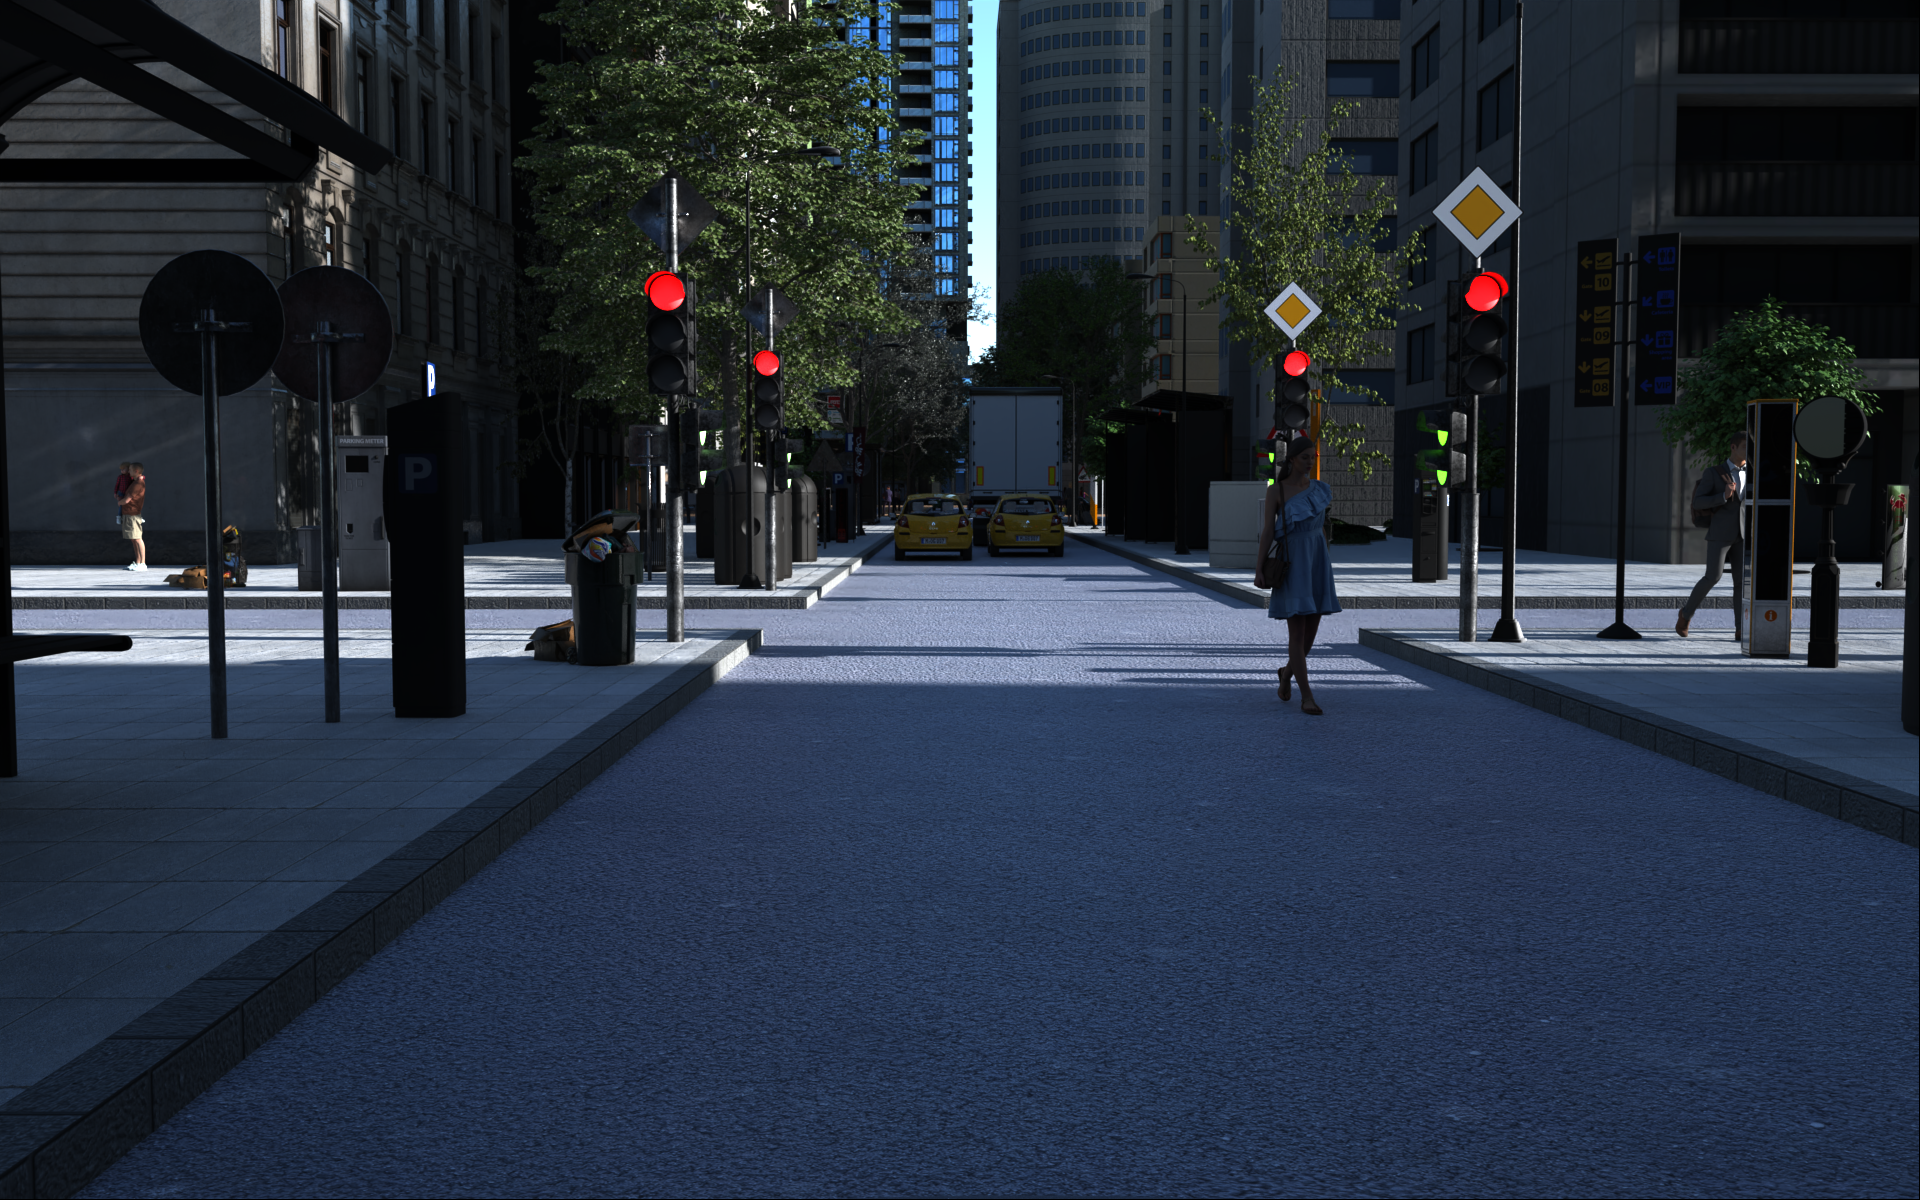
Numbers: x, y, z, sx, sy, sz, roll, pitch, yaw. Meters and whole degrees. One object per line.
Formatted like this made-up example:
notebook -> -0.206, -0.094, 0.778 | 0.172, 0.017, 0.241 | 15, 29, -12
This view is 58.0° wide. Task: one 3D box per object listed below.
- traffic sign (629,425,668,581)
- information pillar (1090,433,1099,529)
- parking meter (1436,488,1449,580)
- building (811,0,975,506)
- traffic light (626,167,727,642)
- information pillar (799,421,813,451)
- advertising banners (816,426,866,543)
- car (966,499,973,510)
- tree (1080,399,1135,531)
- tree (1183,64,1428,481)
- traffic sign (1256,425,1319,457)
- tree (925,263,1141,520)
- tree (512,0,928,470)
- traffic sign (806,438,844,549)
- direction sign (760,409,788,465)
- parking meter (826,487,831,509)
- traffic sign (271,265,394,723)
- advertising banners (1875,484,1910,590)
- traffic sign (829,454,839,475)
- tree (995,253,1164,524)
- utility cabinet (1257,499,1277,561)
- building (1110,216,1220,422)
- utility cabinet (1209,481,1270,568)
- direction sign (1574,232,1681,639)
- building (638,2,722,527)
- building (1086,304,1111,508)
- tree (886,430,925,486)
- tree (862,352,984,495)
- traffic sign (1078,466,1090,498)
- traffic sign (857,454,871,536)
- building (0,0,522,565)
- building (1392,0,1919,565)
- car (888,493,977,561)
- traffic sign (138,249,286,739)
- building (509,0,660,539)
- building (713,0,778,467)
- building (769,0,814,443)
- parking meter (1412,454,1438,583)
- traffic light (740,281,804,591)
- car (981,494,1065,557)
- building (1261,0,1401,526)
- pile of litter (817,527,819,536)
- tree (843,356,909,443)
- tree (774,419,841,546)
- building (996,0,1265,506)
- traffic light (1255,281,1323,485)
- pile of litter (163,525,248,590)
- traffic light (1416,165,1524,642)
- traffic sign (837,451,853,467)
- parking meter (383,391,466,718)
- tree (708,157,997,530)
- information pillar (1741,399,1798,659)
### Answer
traffic sign -> -4.592, -1.434, 25.579 | 0.606, 2.300, 0.079 | 1, 4, 8
information pillar -> 4.899, -4.401, 63.309 | 0.183, 3.616, 0.504 | -1, 4, -18
parking meter -> 7.126, -1.073, 25.949 | 0.372, 1.533, 0.369 | 0, 3, 0
building -> -11.673, -54.174, 198.415 | 31.000, 86.520, 22.319 | 0, 4, 0
traffic light -> -2.453, -1.591, 14.931 | 0.839, 4.253, 0.868 | 0, 4, 0
information pillar -> -4.576, -3.659, 51.186 | 0.504, 3.616, 0.183 | 2, 4, 30
advertising banners -> -3.124, -3.019, 45.546 | 0.090, 3.025, 2.074 | -3, 5, -42
car -> 1.541, -8.604, 153.256 | 1.945, 1.354, 3.894 | 0, 4, -2
tree -> 5.623, -4.664, 59.966 | 4.285, 4.588, 4.351 | 0, 3, 0
tree -> 5.858, -4.871, 29.996 | 4.737, 8.622, 4.395 | 0, 3, 0
traffic sign -> 4.718, -1.530, 25.012 | 0.884, 2.594, 0.081 | 0, 4, 4
tree -> 4.531, -10.344, 86.134 | 9.611, 12.733, 9.660 | 0, 3, 0
tree -> -4.205, -6.879, 30.606 | 7.486, 12.596, 7.792 | 0, 3, 0
traffic sign -> -3.156, -2.473, 40.441 | 0.884, 2.594, 0.081 | 0, 3, 0
direction sign -> -4.942, -3.311, 46.133 | 0.876, 3.537, 0.379 | 2, 4, 27
parking meter -> -5.041, -3.471, 65.162 | 0.372, 1.533, 0.369 | 0, 3, 0
traffic sign -> -3.532, -0.585, 9.675 | 0.768, 2.556, 0.104 | 0, 4, 6
advertising banners -> 13.182, -1.666, 23.422 | 2.074, 3.025, 0.090 | -2, 4, -24
traffic sign -> -3.788, -3.327, 54.501 | 0.768, 2.556, 0.104 | 0, 4, 5
tree -> 5.099, -9.083, 74.265 | 9.928, 11.665, 9.643 | 0, 3, 0
utility cabinet -> 5.085, -1.075, 28.735 | 0.306, 1.237, 1.020 | 0, 4, 8
building -> 26.017, -16.965, 122.419 | 27.650, 21.520, 28.899 | 0, 4, 0
utility cabinet -> 4.882, -1.295, 29.859 | 1.173, 1.500, 0.318 | 3, 5, 43
direction sign -> 5.885, -1.429, 15.358 | 0.876, 3.537, 0.379 | 3, 4, 38
building -> -17.988, -17.631, 74.177 | 13.634, 28.700, 20.117 | 0, 4, 0
building -> 26.054, -18.774, 151.986 | 27.650, 21.520, 28.899 | 0, 4, 0
tree -> -4.557, -15.393, 168.681 | 9.611, 12.733, 9.660 | 0, 3, 0
tree -> -3.694, -13.716, 130.907 | 9.857, 13.997, 8.962 | 0, 3, 0
traffic sign -> 5.638, -4.849, 79.277 | 0.884, 2.594, 0.081 | 0, 4, 3
traffic sign -> -3.077, -3.194, 52.324 | 0.768, 2.556, 0.104 | 0, 4, 8
building -> -17.039, -11.640, 39.457 | 9.793, 20.994, 18.267 | 0, 4, 0
building -> 23.188, -36.780, 39.599 | 20.611, 71.187, 20.563 | 0, 4, 0
car -> -0.606, -1.743, 38.725 | 2.015, 1.641, 3.980 | 0, 4, -1
traffic sign -> -3.900, -0.547, 9.043 | 0.768, 2.556, 0.104 | 0, 4, 1
building -> -17.356, -13.867, 56.401 | 12.332, 23.373, 15.834 | 0, 4, 0
building -> -26.189, -31.918, 111.104 | 28.713, 52.752, 27.495 | 0, 4, 0
building -> -18.851, -27.495, 133.142 | 14.154, 41.232, 14.086 | 0, 4, 0
parking meter -> 6.744, -1.186, 25.104 | 0.255, 1.863, 0.399 | 0, 4, -4
traffic light -> -2.496, -2.079, 22.916 | 0.839, 4.253, 0.868 | 0, 4, 0
car -> 1.514, -1.875, 40.874 | 2.015, 1.641, 3.980 | 0, 4, 0
building -> 22.964, -32.970, 81.054 | 21.231, 58.520, 28.212 | 0, 4, 0
pile of litter -> -4.667, -2.367, 52.663 | 1.176, 0.858, 1.719 | 3, 5, 39
tree -> -4.704, -8.528, 89.791 | 4.737, 8.622, 4.395 | 0, 3, 0
tree -> -4.077, -2.962, 43.036 | 1.663, 3.219, 1.824 | 0, 3, 0
building -> 18.475, -40.169, 198.762 | 28.212, 58.520, 21.231 | 0, 4, 0
traffic light -> 4.365, -2.082, 22.969 | 0.839, 4.253, 0.868 | 0, 4, 0
pile of litter -> -10.427, -0.612, 23.965 | 1.176, 0.858, 1.719 | 0, 4, -4
traffic light -> 4.408, -1.594, 14.984 | 0.839, 4.253, 0.868 | 0, 4, 0
traffic sign -> -3.285, -3.103, 50.847 | 0.768, 2.556, 0.104 | 1, 4, 9
parking meter -> -3.089, -0.262, 9.994 | 0.399, 1.863, 0.255 | 0, 4, 3
tree -> -3.866, -9.303, 62.479 | 12.009, 13.543, 11.850 | 0, 3, 0
information pillar -> 6.338, -0.556, 13.575 | 0.304, 2.012, 0.304 | 1, 4, 12
